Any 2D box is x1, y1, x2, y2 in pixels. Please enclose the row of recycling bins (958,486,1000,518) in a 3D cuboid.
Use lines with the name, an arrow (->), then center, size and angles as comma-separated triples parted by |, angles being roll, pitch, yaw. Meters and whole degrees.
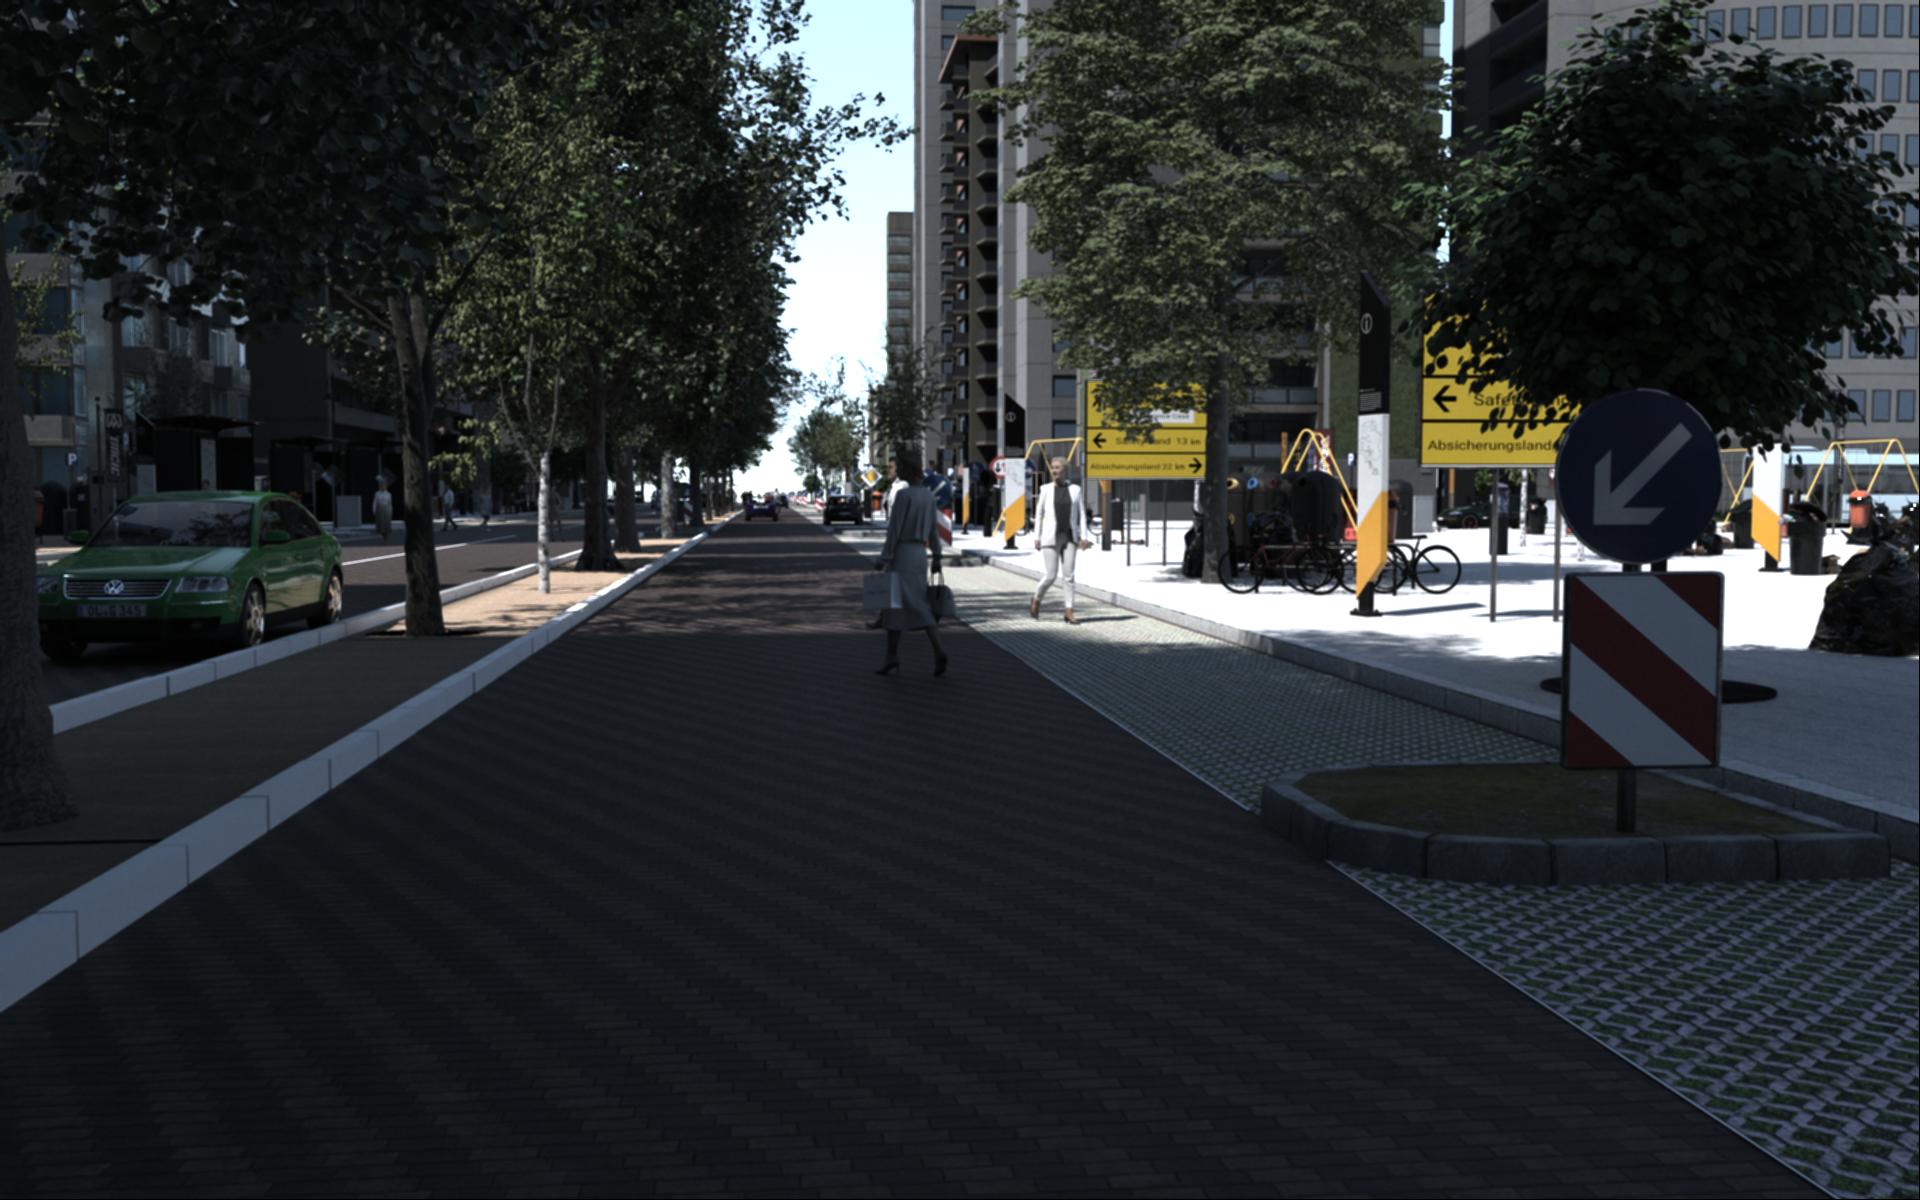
row of recycling bins -> 0.982, -5.392, 95.273 | 1.069, 1.692, 3.534 | -3, 4, -37

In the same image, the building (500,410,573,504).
building -> -61.455, -33.927, 238.292 | 14.154, 41.232, 14.086 | 0, 4, -6

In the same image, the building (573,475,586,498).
building -> -69.034, -39.143, 259.589 | 23.786, 49.044, 30.456 | 0, 4, -6

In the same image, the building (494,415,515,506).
building -> -59.238, -45.856, 187.998 | 20.563, 71.187, 20.611 | 0, 4, -6

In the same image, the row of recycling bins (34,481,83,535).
row of recycling bins -> -28.848, -2.896, 54.463 | 3.534, 1.692, 1.069 | 0, 4, 7

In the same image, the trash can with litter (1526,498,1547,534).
trash can with litter -> 18.253, -2.681, 55.225 | 0.624, 1.170, 1.055 | -1, 4, -12

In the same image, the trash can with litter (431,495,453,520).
trash can with litter -> -26.726, -4.641, 86.938 | 2.233, 1.210, 1.678 | 1, 4, 9

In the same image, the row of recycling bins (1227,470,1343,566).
row of recycling bins -> 5.804, -1.500, 31.633 | 1.069, 1.692, 3.534 | -1, 4, -20

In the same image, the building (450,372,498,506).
building -> -54.326, -31.911, 171.847 | 14.600, 45.320, 14.200 | 0, 4, -6

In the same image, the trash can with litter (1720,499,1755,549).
trash can with litter -> 18.072, -1.768, 40.291 | 1.055, 1.170, 0.624 | -1, 4, -13

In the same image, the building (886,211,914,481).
building -> -3.857, -34.802, 252.604 | 14.154, 41.232, 14.086 | 0, 4, -6

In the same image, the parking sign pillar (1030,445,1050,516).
parking sign pillar -> 4.598, -6.533, 95.284 | 1.447, 3.967, 1.447 | 0, 4, -6

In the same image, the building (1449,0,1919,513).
building -> 42.948, -33.606, 91.462 | 28.212, 58.520, 21.231 | 0, 4, -6

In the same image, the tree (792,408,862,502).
tree -> -14.448, -15.426, 186.626 | 8.767, 10.594, 7.601 | -2, 4, -34

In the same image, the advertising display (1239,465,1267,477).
advertising display -> 6.588, -2.067, 39.005 | 0.123, 1.923, 0.974 | 3, 5, 43

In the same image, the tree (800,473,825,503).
tree -> -20.600, -15.734, 240.960 | 4.285, 4.588, 4.351 | 0, 3, 0

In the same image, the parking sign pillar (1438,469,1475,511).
parking sign pillar -> 21.354, -5.242, 74.173 | 1.447, 3.967, 1.447 | 0, 4, 4

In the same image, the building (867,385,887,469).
building -> -0.901, -27.177, 289.389 | 27.650, 21.520, 28.899 | 0, 4, -6

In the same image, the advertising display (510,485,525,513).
advertising display -> -30.161, -6.896, 117.961 | 0.974, 1.923, 0.123 | -1, 4, -15

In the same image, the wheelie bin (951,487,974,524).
wheelie bin -> 0.068, -3.990, 73.140 | 0.693, 1.594, 0.980 | 1, 4, 12

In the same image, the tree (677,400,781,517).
tree -> -14.846, -11.342, 106.021 | 7.486, 12.596, 7.792 | 0, 3, 0

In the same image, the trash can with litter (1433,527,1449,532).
trash can with litter -> 15.927, -2.937, 59.079 | 2.233, 1.210, 1.678 | -2, 4, -29

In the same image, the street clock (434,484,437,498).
street clock -> -38.065, -7.393, 125.442 | 0.358, 2.002, 0.471 | -2, 4, -23

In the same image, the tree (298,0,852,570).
tree -> -6.850, -6.903, 32.328 | 9.611, 12.733, 9.660 | 0, 3, 0

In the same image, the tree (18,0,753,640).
tree -> -5.527, -5.445, 17.242 | 9.928, 11.665, 9.643 | 0, 3, 0

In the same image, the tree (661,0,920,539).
tree -> -7.892, -11.920, 53.240 | 12.611, 20.169, 13.585 | 0, 3, 0

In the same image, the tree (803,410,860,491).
tree -> -11.339, -12.670, 157.508 | 4.360, 8.622, 3.978 | 0, 3, 0

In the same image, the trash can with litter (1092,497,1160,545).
trash can with litter -> 4.153, -2.023, 44.129 | 1.678, 1.210, 2.233 | -2, 4, -34

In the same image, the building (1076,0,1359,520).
building -> 13.766, -25.524, 100.904 | 14.154, 41.232, 14.086 | 0, 4, -6

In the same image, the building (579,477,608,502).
building -> -65.393, -36.638, 282.620 | 14.154, 41.232, 14.086 | 0, 4, -6

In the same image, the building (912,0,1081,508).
building -> 5.288, -39.851, 193.565 | 21.231, 58.520, 28.212 | 0, 4, -6

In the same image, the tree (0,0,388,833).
tree -> -4.202, -5.987, 6.997 | 9.857, 13.997, 8.962 | 0, 3, 0

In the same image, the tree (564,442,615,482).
tree -> -36.624, -15.409, 170.058 | 7.486, 12.596, 7.792 | 0, 3, 0

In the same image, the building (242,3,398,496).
building -> -52.796, -30.400, 120.747 | 21.300, 48.544, 21.600 | 0, 4, -6

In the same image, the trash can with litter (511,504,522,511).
trash can with litter -> -32.755, -7.182, 128.491 | 2.233, 1.210, 1.678 | 1, 4, 19

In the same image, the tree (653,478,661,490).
tree -> -45.804, -17.318, 266.860 | 4.285, 4.588, 4.351 | 0, 3, 0

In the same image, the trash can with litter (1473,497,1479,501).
trash can with litter -> 22.066, -3.764, 72.930 | 1.055, 1.170, 0.624 | -1, 4, -21

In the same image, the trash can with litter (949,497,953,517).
trash can with litter -> -0.642, -4.501, 84.985 | 0.624, 1.170, 1.055 | 0, 4, 0

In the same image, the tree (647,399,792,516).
tree -> -15.736, -10.841, 114.126 | 8.767, 10.594, 7.601 | 0, 4, -6

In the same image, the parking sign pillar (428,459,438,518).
parking sign pillar -> -29.139, -6.465, 94.181 | 1.447, 3.967, 1.447 | 1, 4, 15

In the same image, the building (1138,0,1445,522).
building -> 14.405, -24.543, 84.869 | 14.086, 41.232, 14.154 | 0, 4, -6

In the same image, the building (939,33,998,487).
building -> 9.538, -31.263, 165.774 | 22.147, 44.769, 28.867 | 0, 4, -6

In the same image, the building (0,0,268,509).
building -> -49.977, -28.579, 86.872 | 23.786, 49.044, 30.456 | 0, 4, -6

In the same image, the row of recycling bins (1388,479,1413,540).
row of recycling bins -> 12.659, -2.644, 50.340 | 1.069, 1.692, 3.534 | 1, 4, 11

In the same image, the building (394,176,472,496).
building -> -58.160, -34.314, 150.270 | 28.713, 52.752, 27.495 | 0, 4, -6

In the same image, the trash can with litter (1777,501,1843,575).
trash can with litter -> 13.581, -0.992, 27.605 | 1.055, 1.170, 0.624 | -2, 4, -34

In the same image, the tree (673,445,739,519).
tree -> -14.224, -8.929, 98.804 | 4.360, 8.622, 3.978 | 0, 3, 0

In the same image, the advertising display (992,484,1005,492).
advertising display -> 2.602, -6.588, 112.923 | 0.974, 1.923, 0.123 | 0, 4, 1

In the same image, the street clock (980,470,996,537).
street clock -> 0.830, -2.883, 51.710 | 0.358, 2.002, 0.471 | -3, 5, -44

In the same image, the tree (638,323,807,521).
tree -> -13.179, -10.854, 90.289 | 12.009, 13.543, 11.850 | 0, 3, 0

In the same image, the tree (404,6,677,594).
tree -> -6.011, -4.399, 24.744 | 4.737, 8.622, 4.395 | 0, 3, 0

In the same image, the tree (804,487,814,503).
tree -> -21.956, -15.899, 254.545 | 1.663, 3.219, 1.824 | 0, 3, 0

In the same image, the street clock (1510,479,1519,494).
street clock -> 27.483, -4.976, 85.930 | 0.471, 2.002, 0.358 | -3, 5, -43
